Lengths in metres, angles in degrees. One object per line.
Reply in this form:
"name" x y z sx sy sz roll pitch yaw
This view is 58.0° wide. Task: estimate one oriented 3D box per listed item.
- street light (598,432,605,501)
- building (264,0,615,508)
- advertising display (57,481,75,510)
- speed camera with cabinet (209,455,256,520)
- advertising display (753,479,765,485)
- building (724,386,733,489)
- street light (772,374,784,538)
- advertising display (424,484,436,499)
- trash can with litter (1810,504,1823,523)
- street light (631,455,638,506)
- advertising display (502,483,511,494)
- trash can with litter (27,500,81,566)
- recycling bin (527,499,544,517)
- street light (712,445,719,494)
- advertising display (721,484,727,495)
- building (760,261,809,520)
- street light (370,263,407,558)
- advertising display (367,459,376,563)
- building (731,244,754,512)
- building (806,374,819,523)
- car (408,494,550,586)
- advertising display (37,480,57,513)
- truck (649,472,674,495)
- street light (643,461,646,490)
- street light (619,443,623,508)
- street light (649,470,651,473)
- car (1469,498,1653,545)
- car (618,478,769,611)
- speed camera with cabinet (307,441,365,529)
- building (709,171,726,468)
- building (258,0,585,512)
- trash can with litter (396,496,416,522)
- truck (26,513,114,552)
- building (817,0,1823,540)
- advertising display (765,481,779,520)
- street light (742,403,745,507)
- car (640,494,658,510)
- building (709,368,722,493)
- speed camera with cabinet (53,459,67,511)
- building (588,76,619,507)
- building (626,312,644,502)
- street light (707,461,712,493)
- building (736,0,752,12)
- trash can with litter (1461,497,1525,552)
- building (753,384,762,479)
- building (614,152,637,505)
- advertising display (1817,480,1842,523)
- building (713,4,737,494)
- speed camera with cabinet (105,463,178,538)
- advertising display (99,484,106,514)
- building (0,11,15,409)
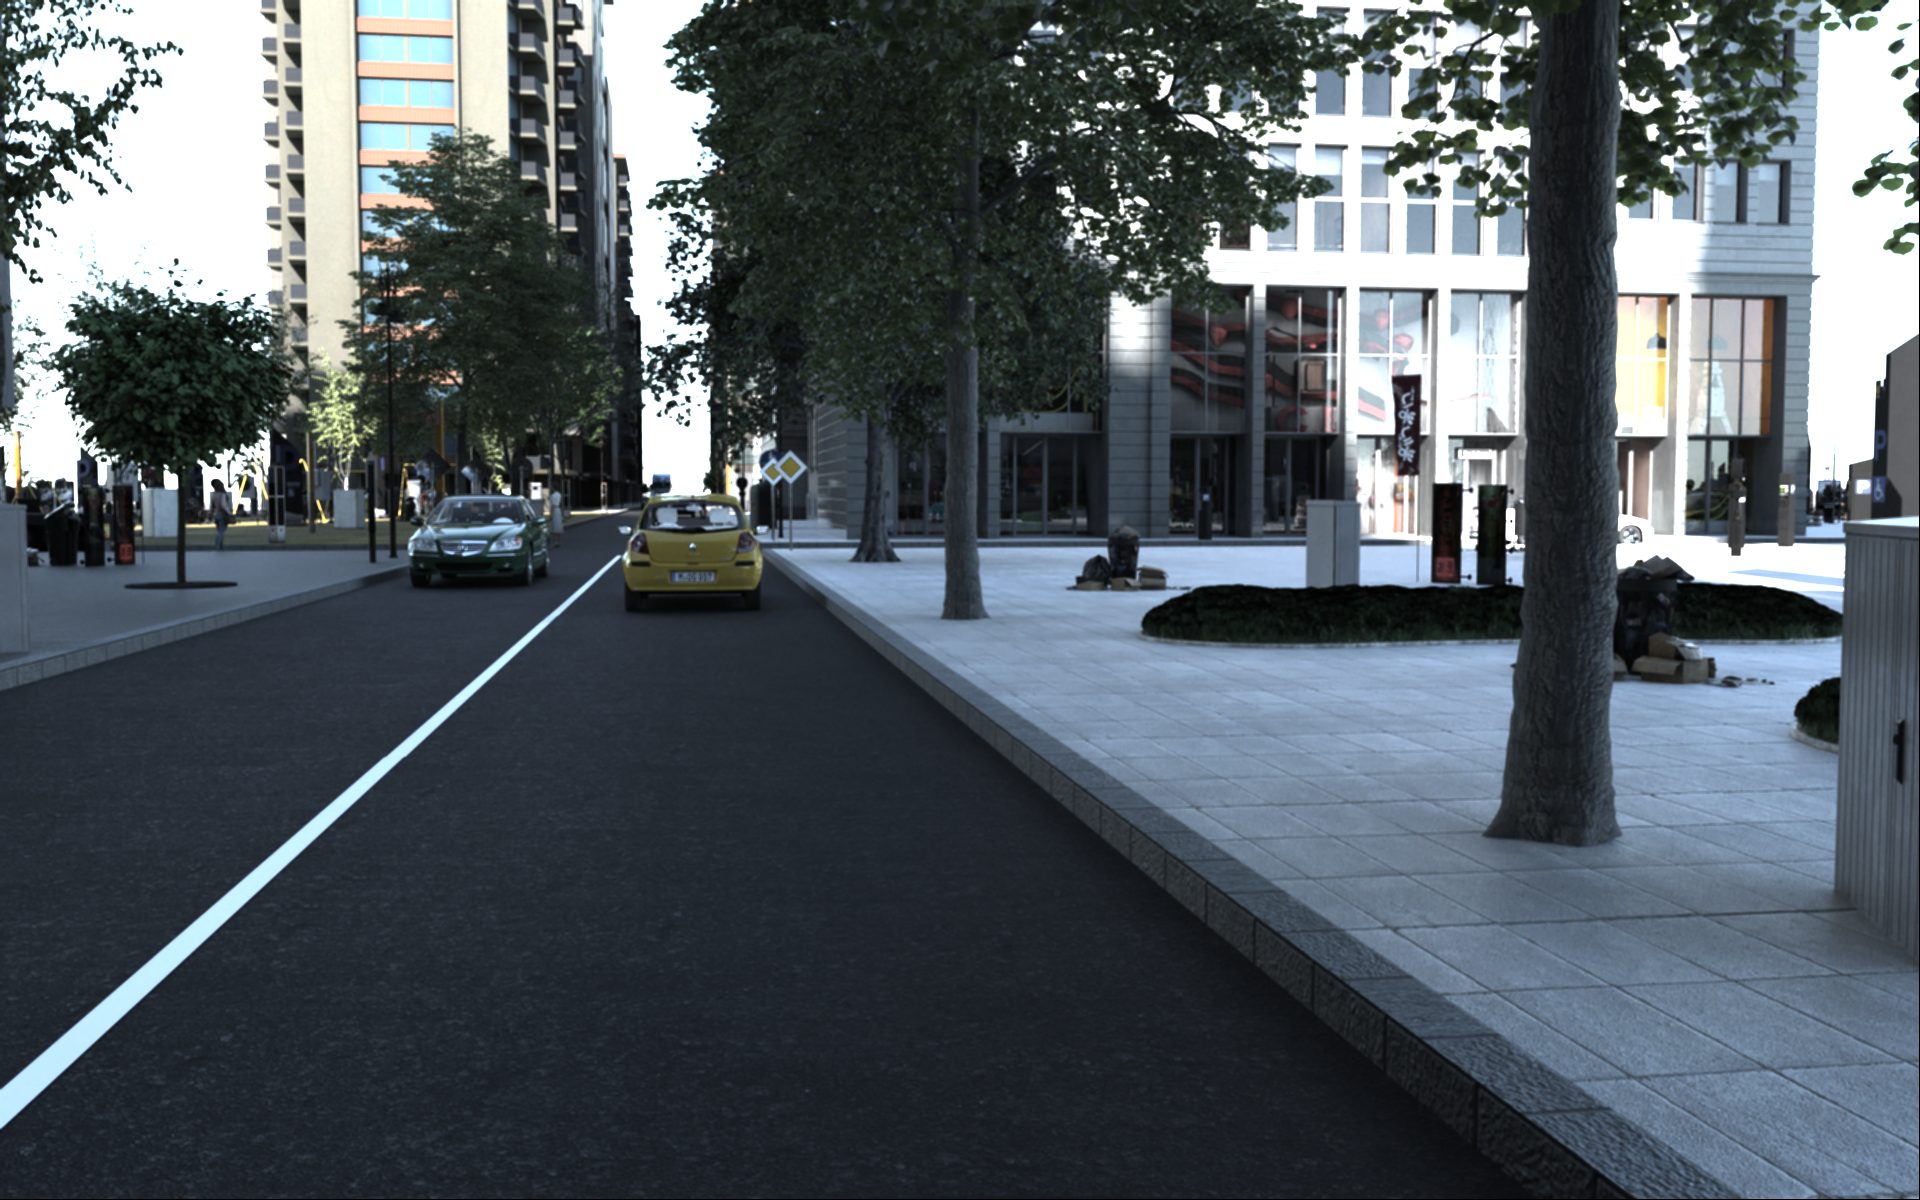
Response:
"street light" -25.242 -9.134 122.126 0.468 5.910 1.993 -1 4 -9
"building" -46.660 -34.886 159.629 28.713 52.752 27.495 -1 4 -9
"advertising display" -42.940 -4.767 83.147 0.974 1.923 0.123 1 4 13
"speed camera with cabinet" -35.461 -5.506 84.356 2.038 3.252 0.660 0 4 -6
"advertising display" -8.433 -4.093 72.129 0.123 1.923 0.974 -1 4 -23
"building" -10.836 -20.729 183.963 27.650 21.520 28.899 -1 4 -9
"street light" -5.270 -4.770 50.782 0.468 5.910 1.993 -1 4 -9
"advertising display" -35.393 -6.747 115.533 0.974 1.923 0.123 0 4 1
"trash can with litter" 35.876 -3.777 73.137 1.055 1.170 0.624 2 4 30
"street light" -36.441 -13.481 193.208 0.468 5.910 1.993 -1 4 -9
"advertising display" -27.249 -6.074 104.528 0.974 1.923 0.123 2 4 30
"trash can with litter" -16.392 -1.206 31.111 1.055 1.170 0.624 -2 4 -30
"recycling bin" -20.887 -4.443 85.193 0.722 1.027 0.722 -1 4 -20
"street light" -22.627 -11.529 161.284 0.468 5.910 1.993 -1 4 -9
"advertising display" -16.160 -6.995 119.585 0.123 1.923 0.974 -1 4 -21
"building" -5.941 -15.037 95.006 9.793 20.994 18.267 -1 4 -9
"street light" -11.439 -3.792 34.792 0.468 5.910 1.993 -1 4 -9
"advertising display" -11.087 -1.678 32.648 0.123 1.923 0.974 -1 4 -19
"building" -10.459 -22.063 132.425 14.160 30.474 14.107 -1 4 -9
"building" 0.304 -17.541 74.189 14.401 28.519 23.554 -1 4 -9
"car" -7.844 -1.024 28.538 2.131 1.459 4.920 0 4 -8
"advertising display" -42.700 -4.627 80.866 0.123 1.923 0.974 1 4 9
"truck" -37.784 -14.118 220.588 2.967 4.110 18.799 -1 4 -8
"street light" -43.575 -16.304 239.364 0.468 5.910 1.993 -1 4 -9
"street light" -30.714 -11.281 157.238 0.468 5.910 1.993 -1 4 -9
"street light" -49.269 -18.504 275.320 0.468 5.910 1.993 -1 4 -9
"car" 15.952 -2.054 45.939 4.827 1.381 2.083 -1 4 -9
"car" -3.496 -0.766 22.749 2.015 1.641 3.980 -1 4 -8
"speed camera with cabinet" -23.254 -4.293 64.520 2.038 3.252 0.660 1 4 11
"building" -22.071 -35.259 231.105 22.147 44.769 28.867 -1 4 -9
"building" -40.159 -29.198 132.013 22.147 44.769 28.867 -1 4 -9
"trash can with litter" -25.943 -4.253 80.916 1.055 1.170 0.624 2 4 27
"truck" -29.603 -3.068 39.924 18.799 4.110 2.967 -1 4 -10
"building" 10.542 -16.986 55.206 29.804 29.767 11.434 -1 4 -9
"advertising display" -9.279 -4.896 85.267 0.974 1.923 0.123 -3 4 -37
"street light" -10.751 -6.924 86.001 0.468 5.910 1.993 -1 4 -9
"car" -28.667 -9.117 160.852 2.131 1.459 4.920 -1 4 -9
"building" -32.350 -30.628 272.467 14.160 30.474 14.107 -1 4 -9
"speed camera with cabinet" -51.198 -6.364 98.392 0.660 3.252 2.038 -2 4 -32
"building" -43.414 -32.499 181.477 14.600 45.320 14.200 -1 4 -9
"building" -56.149 -30.264 266.515 14.160 30.474 14.107 -1 4 -9
"street light" -28.085 -13.677 196.399 0.468 5.910 1.993 -1 4 -9
"building" -8.962 -30.565 154.366 22.147 44.769 28.867 -1 4 -9
"trash can with litter" 12.344 -1.713 39.064 2.233 1.210 1.678 0 4 8
"building" -8.056 -15.829 113.561 10.420 20.320 16.860 -1 4 -9
"building" -52.117 -34.303 215.480 22.147 44.769 28.867 -1 4 -9
"advertising display" 38.821 -4.414 77.376 0.974 1.923 0.123 2 4 34
"building" -26.300 -49.932 254.631 20.563 71.187 20.611 -1 4 -9
"speed camera with cabinet" -23.721 -3.429 50.395 0.660 3.252 2.038 2 4 35
"advertising display" -55.722 -6.553 112.352 0.123 1.923 0.974 1 4 9
"building" -23.853 -20.955 26.212 14.086 41.232 14.154 -1 4 -9
